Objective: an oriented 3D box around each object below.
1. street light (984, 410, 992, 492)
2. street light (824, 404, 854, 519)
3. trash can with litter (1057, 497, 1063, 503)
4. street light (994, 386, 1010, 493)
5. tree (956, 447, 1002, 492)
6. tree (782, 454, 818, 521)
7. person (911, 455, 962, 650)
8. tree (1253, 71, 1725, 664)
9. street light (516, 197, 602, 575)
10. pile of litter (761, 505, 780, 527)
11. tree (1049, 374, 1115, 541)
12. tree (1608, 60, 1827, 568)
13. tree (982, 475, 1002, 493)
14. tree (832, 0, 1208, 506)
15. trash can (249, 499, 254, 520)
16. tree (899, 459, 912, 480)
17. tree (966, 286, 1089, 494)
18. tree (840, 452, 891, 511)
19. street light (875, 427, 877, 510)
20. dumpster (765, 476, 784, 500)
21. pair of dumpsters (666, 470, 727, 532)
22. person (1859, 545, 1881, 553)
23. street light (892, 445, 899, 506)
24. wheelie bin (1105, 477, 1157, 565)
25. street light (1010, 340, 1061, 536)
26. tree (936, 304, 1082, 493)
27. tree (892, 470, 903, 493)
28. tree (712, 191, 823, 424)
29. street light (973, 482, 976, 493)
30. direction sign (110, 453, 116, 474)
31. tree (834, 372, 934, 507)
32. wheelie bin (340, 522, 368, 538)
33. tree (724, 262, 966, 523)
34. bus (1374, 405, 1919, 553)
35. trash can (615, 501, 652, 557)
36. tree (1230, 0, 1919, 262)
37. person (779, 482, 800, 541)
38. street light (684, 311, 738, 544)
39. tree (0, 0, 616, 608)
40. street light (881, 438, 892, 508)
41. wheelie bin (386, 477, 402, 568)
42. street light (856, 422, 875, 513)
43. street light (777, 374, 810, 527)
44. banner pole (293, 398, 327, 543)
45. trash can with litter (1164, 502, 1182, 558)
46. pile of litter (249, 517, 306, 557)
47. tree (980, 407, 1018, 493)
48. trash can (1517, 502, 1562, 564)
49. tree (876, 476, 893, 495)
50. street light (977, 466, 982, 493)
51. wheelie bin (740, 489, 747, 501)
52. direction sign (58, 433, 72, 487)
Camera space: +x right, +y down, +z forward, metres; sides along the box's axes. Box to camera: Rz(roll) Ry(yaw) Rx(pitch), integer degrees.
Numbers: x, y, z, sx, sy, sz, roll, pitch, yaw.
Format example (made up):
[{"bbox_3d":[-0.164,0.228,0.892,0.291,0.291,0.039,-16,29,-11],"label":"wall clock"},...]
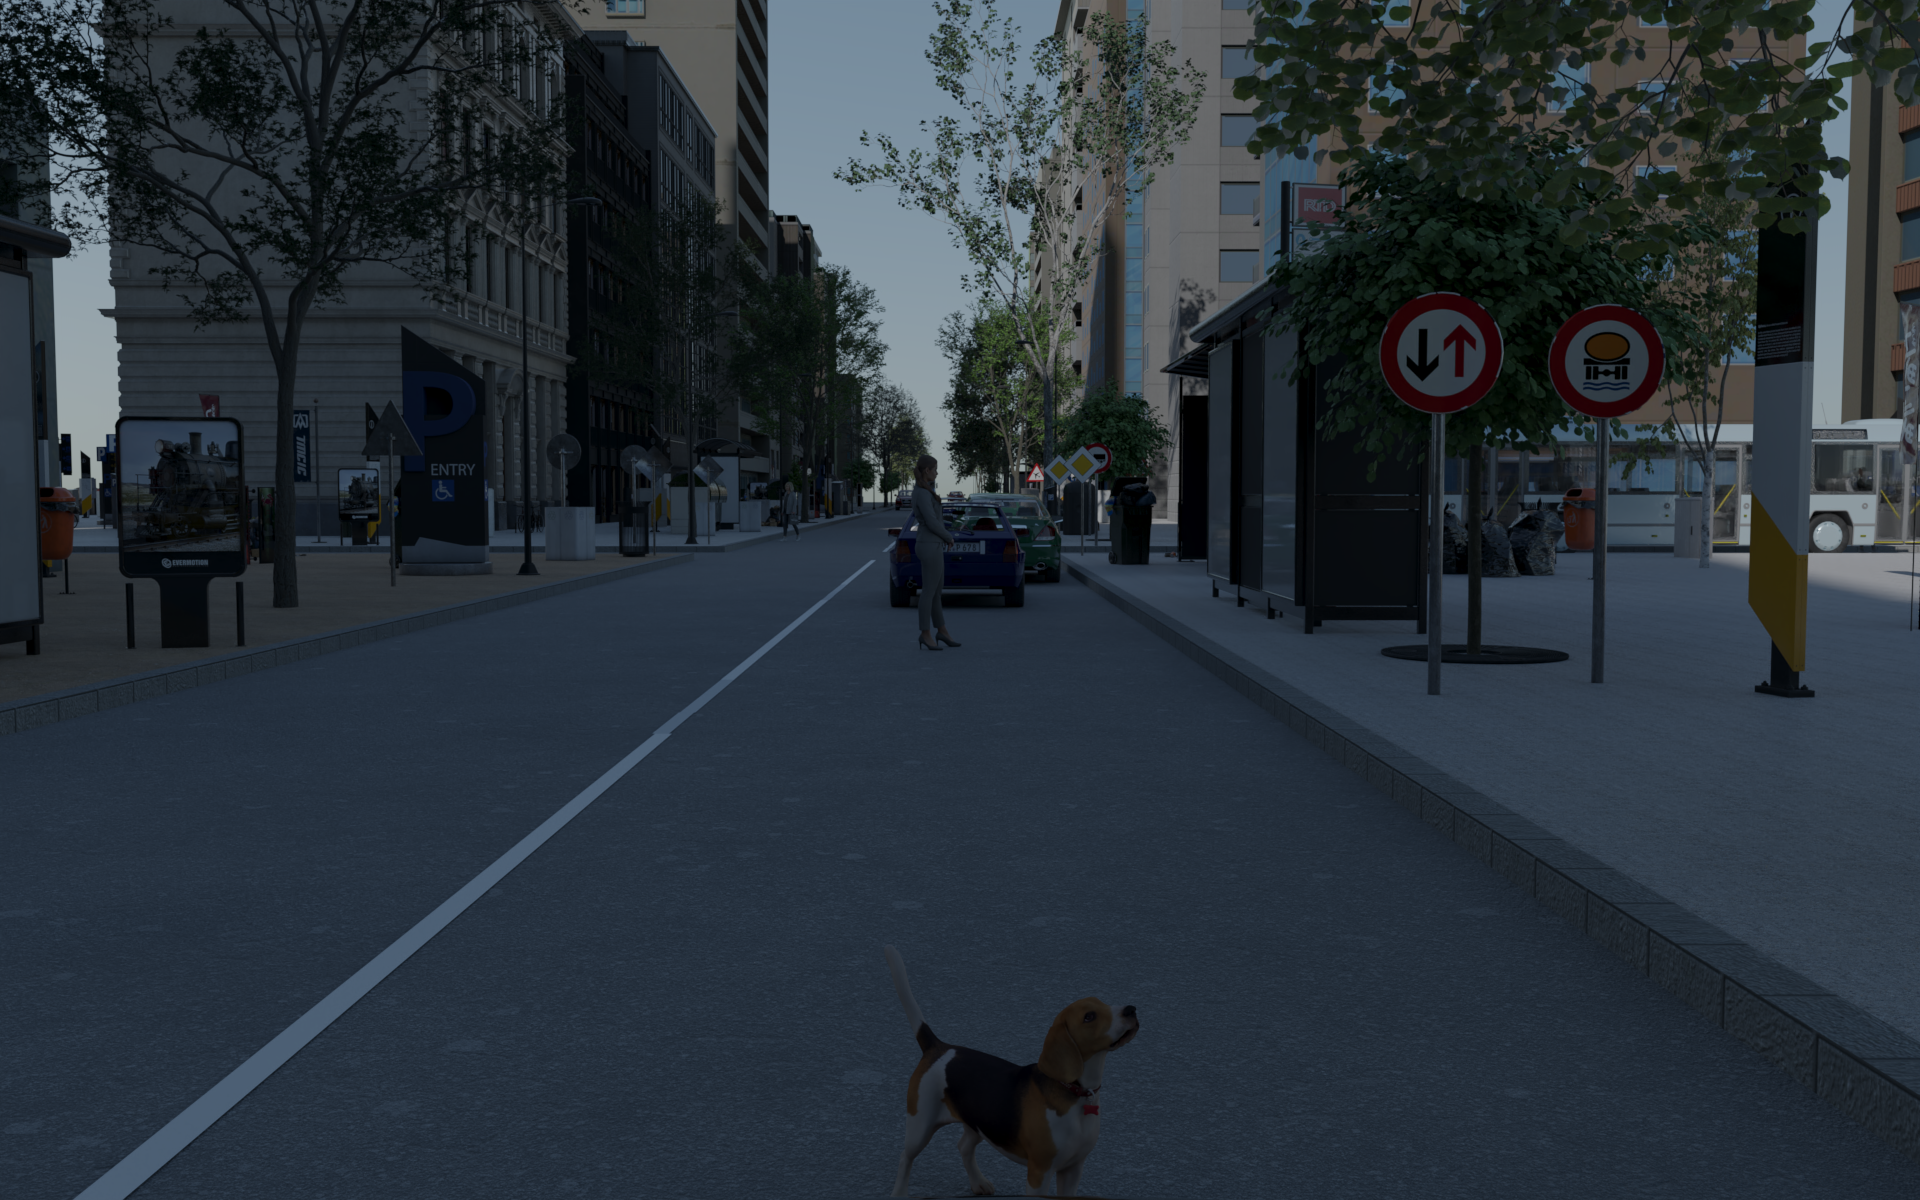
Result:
[{"bbox_3d":[2.148,-7.556,96.087,1.470,5.913,1.316,0,4,0],"label":"street light"},{"bbox_3d":[-6.280,-7.139,89.262,1.470,5.913,1.316,0,4,0],"label":"street light"},{"bbox_3d":[4.197,-3.549,69.410,1.055,1.170,0.624,3,5,39],"label":"trash can with litter"},{"bbox_3d":[2.292,-6.222,74.275,1.470,5.913,1.316,0,4,0],"label":"street light"},{"bbox_3d":[3.047,-17.429,219.369,7.601,10.594,8.767,3,4,39],"label":"tree"},{"bbox_3d":[-7.904,-5.414,83.118,1.663,3.219,1.824,0,3,0],"label":"tree"},{"bbox_3d":[-0.186,-0.439,15.952,0.573,1.790,0.520,-1,4,-22],"label":"person"},{"bbox_3d":[4.042,-1.833,13.681,4.285,4.588,4.351,0,3,0],"label":"tree"},{"bbox_3d":[-6.305,-3.348,27.278,1.470,5.913,1.316,0,4,0],"label":"street light"},{"bbox_3d":[-7.554,-3.362,68.937,1.176,0.858,1.719,-2,4,-23],"label":"pile of litter"},{"bbox_3d":[4.227,-3.906,47.570,4.285,4.588,4.351,0,3,0],"label":"tree"},{"bbox_3d":[12.876,-4.873,30.034,4.737,8.622,4.395,0,3,0],"label":"tree"},{"bbox_3d":[3.739,-12.967,206.603,1.663,3.219,1.824,0,3,0],"label":"tree"},{"bbox_3d":[2.042,-12.781,64.866,12.611,20.169,13.585,0,3,0],"label":"tree"},{"bbox_3d":[-19.294,-2.126,46.407,0.748,1.137,0.748,0,3,0],"label":"trash can"},{"bbox_3d":[-8.389,-21.073,278.961,7.601,10.594,8.767,-2,4,-35],"label":"tree"},{"bbox_3d":[2.765,-9.920,87.944,9.928,11.665,9.643,0,3,0],"label":"tree"},{"bbox_3d":[-7.682,-9.240,134.782,4.285,4.588,4.351,0,3,0],"label":"tree"},{"bbox_3d":[-6.493,-9.040,120.344,1.470,5.913,1.316,0,4,0],"label":"street light"},{"bbox_3d":[-9.035,-5.203,87.570,1.502,2.255,1.985,0,4,0],"label":"dumpster"},{"bbox_3d":[-8.826,-3.398,58.047,1.574,2.255,4.437,0,4,0],"label":"pair of dumpsters"},{"bbox_3d":[21.831,-2.005,41.460,0.526,1.800,0.537,2,4,24],"label":"person"},{"bbox_3d":[-6.599,-11.718,164.133,1.470,5.913,1.316,0,4,0],"label":"street light"},{"bbox_3d":[3.145,-1.448,31.575,0.980,1.594,0.693,-1,4,-20],"label":"wheelie bin"},{"bbox_3d":[2.355,-4.887,52.446,1.470,5.913,1.316,0,4,0],"label":"street light"},{"bbox_3d":[2.832,-11.480,104.708,9.611,12.733,9.660,0,3,0],"label":"tree"},{"bbox_3d":[-8.651,-14.184,215.616,4.285,4.588,4.351,0,3,0],"label":"tree"},{"bbox_3d":[-7.755,-7.128,50.960,8.767,10.594,7.601,1,4,15],"label":"tree"},{"bbox_3d":[1.870,-13.595,194.818,1.470,5.913,1.316,0,4,0],"label":"street light"},{"bbox_3d":[-33.411,-4.714,69.067,0.876,3.537,0.379,0,4,-6],"label":"direction sign"},{"bbox_3d":[-7.667,-16.178,174.885,12.009,13.543,11.850,0,3,0],"label":"tree"},{"bbox_3d":[-17.883,-2.640,51.077,0.980,1.594,0.693,0,4,3],"label":"wheelie bin"},{"bbox_3d":[-6.742,-9.231,76.687,9.928,11.665,9.643,0,3,0],"label":"tree"},{"bbox_3d":[16.261,-2.710,39.174,13.247,3.499,2.948,0,4,-2],"label":"bus"},{"bbox_3d":[-6.657,-1.449,35.347,0.748,1.137,0.748,0,3,0],"label":"trash can"},{"bbox_3d":[4.008,-5.313,4.992,7.486,12.596,7.792,0,3,0],"label":"tree"},{"bbox_3d":[-5.103,-2.683,52.544,0.728,1.800,0.709,-3,5,-45],"label":"person"},{"bbox_3d":[-6.334,-4.380,44.153,1.470,5.913,1.316,0,4,0],"label":"street light"},{"bbox_3d":[-7.671,-5.172,18.981,8.767,10.594,7.601,0,4,-1],"label":"tree"},{"bbox_3d":[-6.532,-10.384,142.321,1.470,5.913,1.316,0,4,0],"label":"street light"},{"bbox_3d":[-9.444,-1.353,30.028,0.693,1.594,0.980,1,4,22],"label":"wheelie bin"},{"bbox_3d":[-6.414,-8.496,111.451,1.470,5.913,1.316,0,4,0],"label":"street light"},{"bbox_3d":[-6.373,-5.772,66.916,1.470,5.913,1.316,0,4,0],"label":"street light"},{"bbox_3d":[-17.047,-3.381,45.295,0.863,3.779,0.401,-1,4,-16],"label":"banner pole"},{"bbox_3d":[5.042,-1.481,35.273,2.233,1.210,1.678,-2,4,-28],"label":"trash can with litter"},{"bbox_3d":[-14.276,-1.320,35.542,1.719,0.858,1.176,-1,4,-23],"label":"pile of litter"},{"bbox_3d":[2.982,-11.300,135.114,4.360,8.622,3.978,0,3,0],"label":"tree"},{"bbox_3d":[10.139,-1.143,30.342,0.748,1.137,0.748,0,3,0],"label":"trash can"},{"bbox_3d":[-7.398,-10.490,166.119,1.663,3.219,1.824,0,3,0],"label":"tree"},{"bbox_3d":[2.116,-9.577,129.127,1.470,5.913,1.316,0,4,0],"label":"street light"},{"bbox_3d":[-13.260,-5.917,104.648,0.980,1.594,0.693,1,4,15],"label":"wheelie bin"},{"bbox_3d":[-33.583,-4.439,64.578,0.876,3.537,0.379,-2,4,-34],"label":"direction sign"}]
